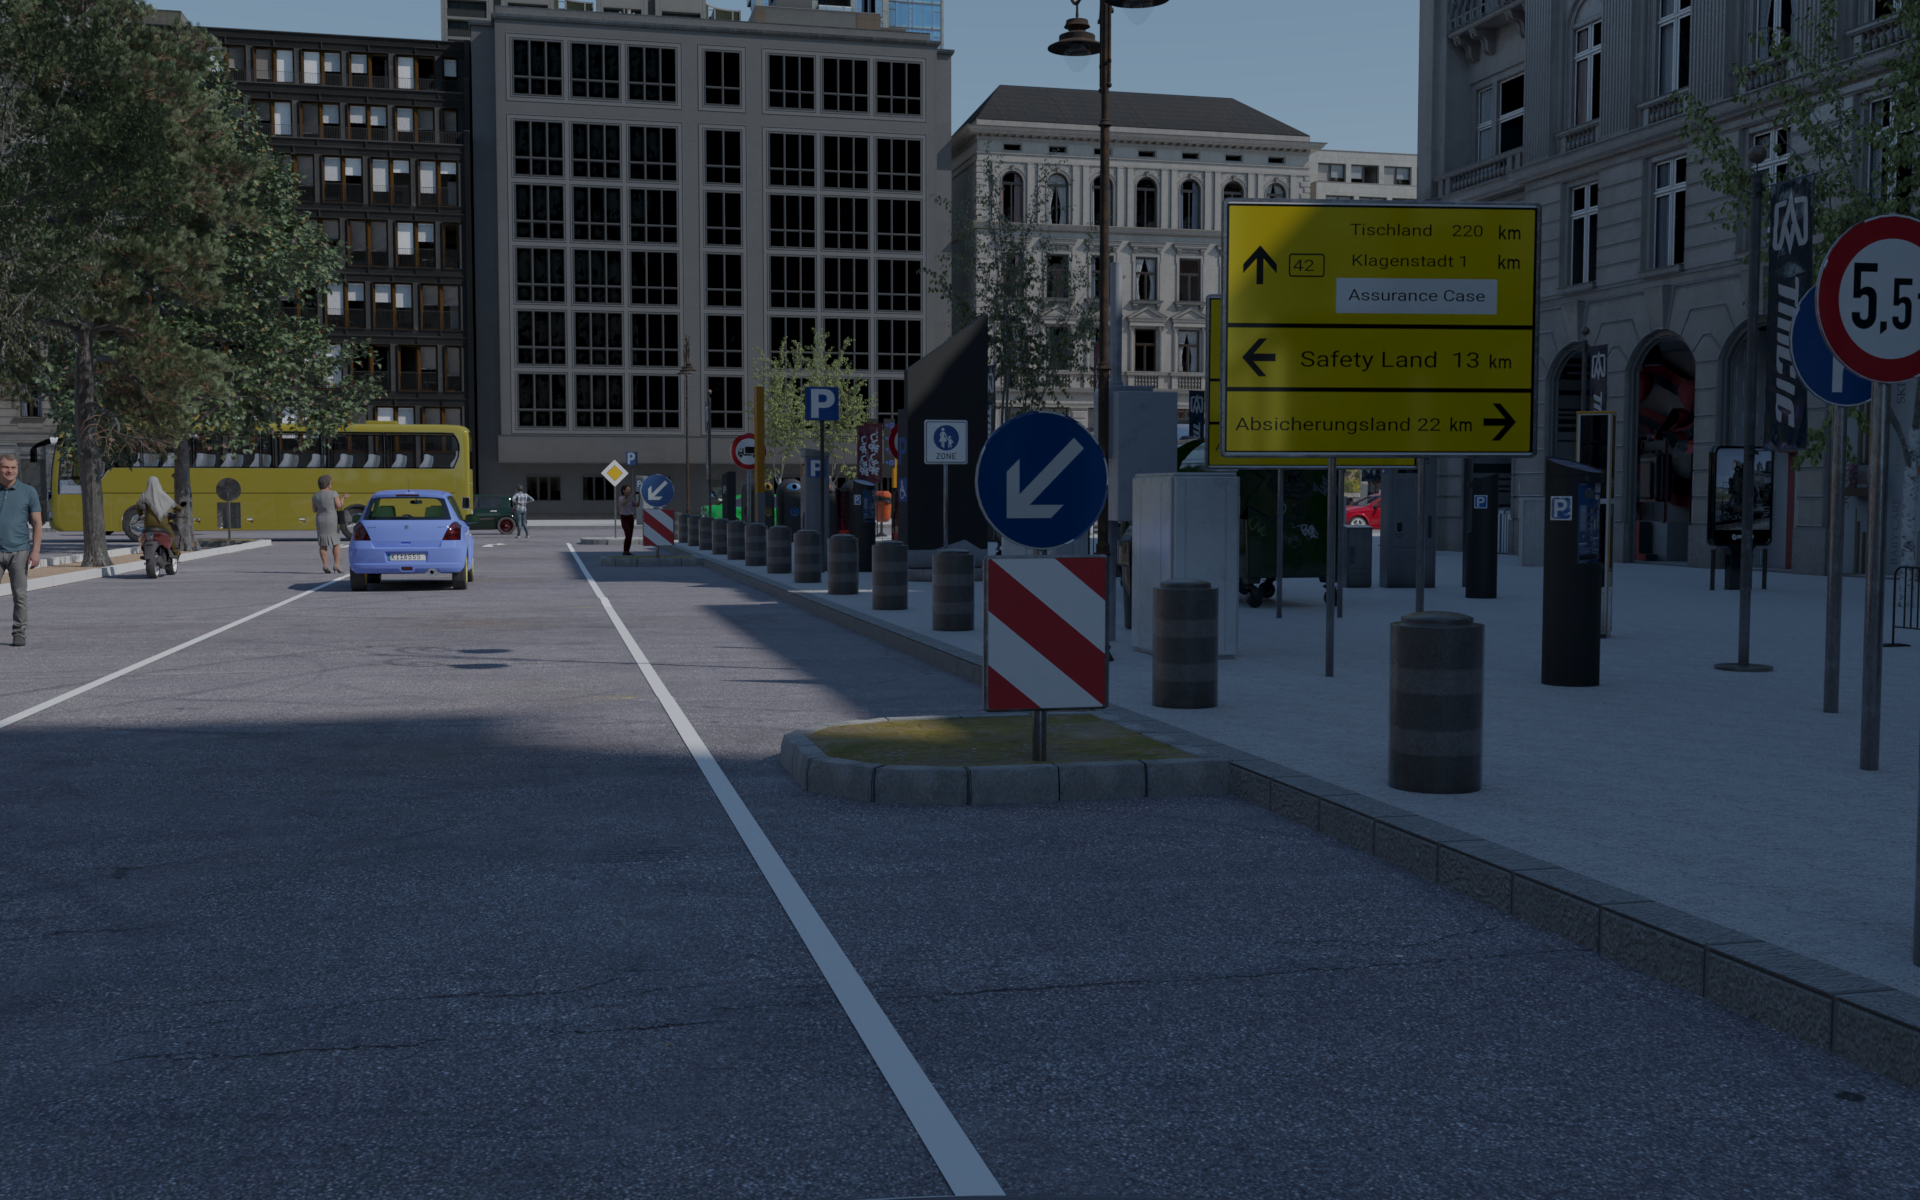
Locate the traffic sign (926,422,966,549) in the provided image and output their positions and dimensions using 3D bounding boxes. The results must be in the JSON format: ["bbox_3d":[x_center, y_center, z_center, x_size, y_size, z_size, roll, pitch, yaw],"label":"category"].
[{"bbox_3d":[-0.199,-1.339,24.019,0.606,2.300,0.079,-1,4,-13],"label":"traffic sign"}]

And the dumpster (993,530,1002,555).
[{"bbox_3d":[1.358,-1.557,31.214,1.264,1.857,1.865,-1,4,-14],"label":"dumpster"}]

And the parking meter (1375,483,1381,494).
[{"bbox_3d":[21.170,-4.994,87.365,0.399,1.863,0.255,0,4,-1],"label":"parking meter"}]

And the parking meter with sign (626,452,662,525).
[{"bbox_3d":[-13.097,-4.637,72.072,0.543,3.016,1.738,2,4,30],"label":"parking meter with sign"}]

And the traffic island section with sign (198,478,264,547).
[{"bbox_3d":[-20.367,-2.437,47.989,2.006,1.907,1.989,-1,4,-14],"label":"traffic island section with sign"}]

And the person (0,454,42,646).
[{"bbox_3d":[-8.988,-0.469,16.296,0.598,1.807,0.434,0,4,-7],"label":"person"}]

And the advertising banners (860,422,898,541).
[{"bbox_3d":[-1.425,-2.812,42.165,2.074,3.025,0.090,2,4,24],"label":"advertising banners"}]

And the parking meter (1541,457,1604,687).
[{"bbox_3d":[4.118,-0.198,11.643,0.372,1.533,0.369,0,3,0],"label":"parking meter"}]

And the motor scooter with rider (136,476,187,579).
[{"bbox_3d":[-13.773,-1.281,29.902,0.876,1.779,1.986,-1,4,-13],"label":"motor scooter with rider"}]

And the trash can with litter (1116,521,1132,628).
[{"bbox_3d":[1.984,-0.303,16.343,0.624,1.170,1.055,-3,5,-42],"label":"trash can with litter"}]

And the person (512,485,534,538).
[{"bbox_3d":[-14.290,-2.884,56.371,0.376,1.734,0.841,3,5,42],"label":"person"}]

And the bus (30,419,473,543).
[{"bbox_3d":[-21.287,-3.755,52.936,12.252,3.916,2.896,-1,4,-13],"label":"bus"}]

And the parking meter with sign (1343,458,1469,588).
[{"bbox_3d":[6.136,-1.682,23.755,1.738,3.016,0.543,0,4,-4],"label":"parking meter with sign"}]

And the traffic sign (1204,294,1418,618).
[{"bbox_3d":[3.625,-1.466,17.846,2.265,3.308,0.079,0,4,-6],"label":"traffic sign"}]

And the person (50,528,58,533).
[{"bbox_3d":[-33.359,-3.087,63.993,0.505,1.210,0.382,-1,4,-22],"label":"person"}]

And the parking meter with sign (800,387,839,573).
[{"bbox_3d":[-2.410,-2.003,29.003,0.543,3.016,1.738,-1,4,-12],"label":"parking meter with sign"}]

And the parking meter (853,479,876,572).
[{"bbox_3d":[-1.575,-1.232,28.558,0.372,1.533,0.369,0,3,0],"label":"parking meter"}]

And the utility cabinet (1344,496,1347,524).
[{"bbox_3d":[11.231,-2.503,52.088,0.306,1.237,1.020,-1,4,-18],"label":"utility cabinet"}]

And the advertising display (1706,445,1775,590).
[{"bbox_3d":[10.441,-1.099,23.182,0.974,1.923,0.123,-1,4,-17],"label":"advertising display"}]

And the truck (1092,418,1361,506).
[{"bbox_3d":[9.435,-4.676,65.373,11.283,4.237,2.839,-1,4,-12],"label":"truck"}]

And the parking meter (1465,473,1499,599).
[{"bbox_3d":[6.437,-0.791,21.351,0.372,1.533,0.369,0,3,0],"label":"parking meter"}]

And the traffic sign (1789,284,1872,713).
[{"bbox_3d":[5.116,-0.611,10.096,0.768,2.556,0.104,-1,4,-12],"label":"traffic sign"}]

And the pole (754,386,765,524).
[{"bbox_3d":[-3.807,-2.390,32.925,0.158,3.312,0.155,0,3,0],"label":"pole"}]

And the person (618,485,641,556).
[{"bbox_3d":[-7.584,-1.826,39.816,0.517,1.644,0.566,-1,4,-12],"label":"person"}]

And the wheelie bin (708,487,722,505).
[{"bbox_3d":[-10.873,-4.262,77.593,0.693,1.594,0.980,3,4,39],"label":"wheelie bin"}]

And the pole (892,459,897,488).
[{"bbox_3d":[-2.891,-5.038,76.212,0.158,3.312,0.155,0,3,0],"label":"pole"}]

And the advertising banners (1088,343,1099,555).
[{"bbox_3d":[1.495,-1.507,20.834,0.090,3.025,2.074,0,4,-8],"label":"advertising banners"}]

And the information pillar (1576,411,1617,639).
[{"bbox_3d":[5.671,-0.672,15.481,0.304,2.012,0.304,2,4,28],"label":"information pillar"}]

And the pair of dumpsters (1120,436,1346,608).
[{"bbox_3d":[3.244,-1.161,21.477,1.574,2.255,4.437,-1,4,-14],"label":"pair of dumpsters"}]

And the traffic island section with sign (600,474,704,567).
[{"bbox_3d":[-6.294,-1.623,35.158,1.989,1.847,2.006,-1,4,-14],"label":"traffic island section with sign"}]

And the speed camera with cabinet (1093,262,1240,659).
[{"bbox_3d":[1.674,-1.220,14.278,0.660,3.252,2.038,-1,4,-13],"label":"speed camera with cabinet"}]

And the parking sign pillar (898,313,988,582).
[{"bbox_3d":[-0.255,-2.286,25.847,1.447,3.967,1.447,-1,4,-23],"label":"parking sign pillar"}]

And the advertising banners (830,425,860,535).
[{"bbox_3d":[-2.970,-2.898,43.570,2.074,3.025,0.090,-3,5,-44],"label":"advertising banners"}]

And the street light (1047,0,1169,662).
[{"bbox_3d":[1.096,-2.469,13.159,0.468,5.910,1.993,-1,4,-14],"label":"street light"}]

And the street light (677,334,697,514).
[{"bbox_3d":[-7.920,-4.740,50.286,0.468,5.910,1.993,-1,4,-14],"label":"street light"}]

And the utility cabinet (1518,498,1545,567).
[{"bbox_3d":[10.464,-1.195,30.706,1.020,1.237,0.306,0,4,2],"label":"utility cabinet"}]

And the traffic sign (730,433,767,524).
[{"bbox_3d":[-4.425,-2.214,36.301,0.768,2.556,0.104,-1,4,-11],"label":"traffic sign"}]

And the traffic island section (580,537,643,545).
[{"bbox_3d":[-9.975,-1.712,50.272,2.009,0.180,2.903,-1,4,-14],"label":"traffic island section"}]

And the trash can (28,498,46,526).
[{"bbox_3d":[-37.110,-3.545,69.619,0.748,1.137,0.748,0,3,0],"label":"trash can"}]

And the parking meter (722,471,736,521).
[{"bbox_3d":[-5.976,-2.392,44.821,0.255,1.863,0.399,-2,4,-31],"label":"parking meter"}]

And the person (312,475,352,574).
[{"bbox_3d":[-11.282,-1.369,31.234,0.716,1.782,0.532,0,4,5],"label":"person"}]

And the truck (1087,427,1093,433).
[{"bbox_3d":[11.049,-5.143,73.008,11.283,4.237,2.839,-1,4,-13],"label":"truck"}]

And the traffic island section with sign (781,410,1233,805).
[{"bbox_3d":[0.114,-0.021,8.972,1.989,1.847,2.006,-1,4,-14],"label":"traffic island section with sign"}]
